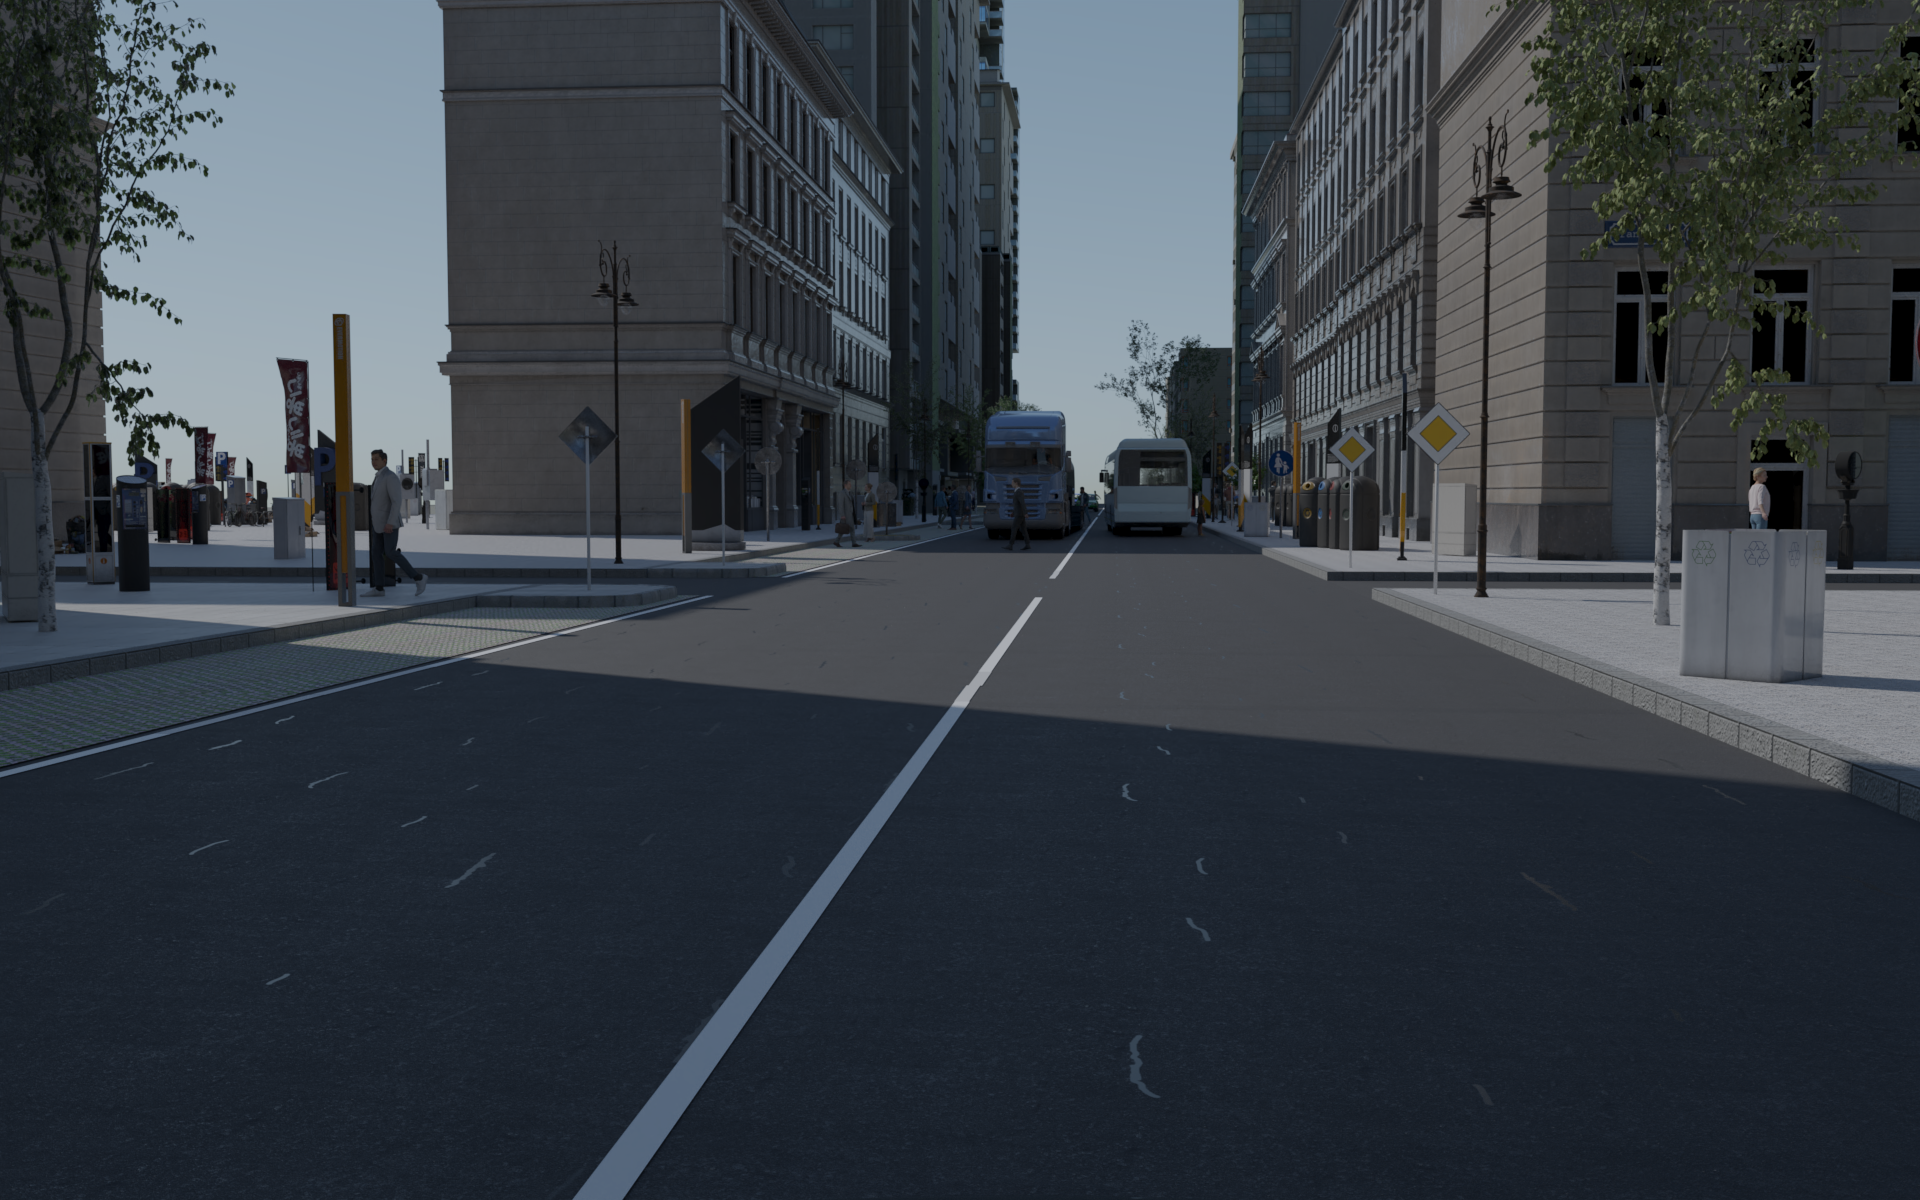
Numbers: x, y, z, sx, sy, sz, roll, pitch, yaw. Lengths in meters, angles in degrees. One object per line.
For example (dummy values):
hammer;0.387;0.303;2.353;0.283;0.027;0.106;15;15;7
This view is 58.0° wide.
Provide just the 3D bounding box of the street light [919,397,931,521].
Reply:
street light;-1.671;-6.720;82.662;0.468;5.910;1.993;0;4;5

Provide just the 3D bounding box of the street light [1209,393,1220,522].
street light;11.554;-6.490;78.907;0.468;5.910;1.993;0;4;5

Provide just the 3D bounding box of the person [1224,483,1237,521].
person;13.093;-4.758;83.809;0.573;1.828;0.580;3;5;42

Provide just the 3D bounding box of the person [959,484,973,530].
person;0.289;-3.758;69.966;0.654;1.822;0.581;2;4;30

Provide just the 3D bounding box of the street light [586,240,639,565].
street light;-6.286;-3.604;31.712;0.468;5.910;1.993;0;4;5

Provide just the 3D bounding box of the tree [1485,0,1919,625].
tree;6.964;-4.046;16.508;4.737;8.622;4.395;0;3;0

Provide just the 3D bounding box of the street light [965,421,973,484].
street light;0.548;-8.270;107.996;0.468;5.910;1.993;0;4;5

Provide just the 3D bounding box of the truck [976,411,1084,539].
truck;2.872;-4.413;61.912;2.967;4.110;18.799;0;4;6

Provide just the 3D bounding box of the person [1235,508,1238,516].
person;15.658;-5.673;99.053;0.793;1.790;0.793;-1;4;-15

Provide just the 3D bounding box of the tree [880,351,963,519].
tree;-2.013;-8.560;90.324;4.360;8.622;3.978;0;3;0

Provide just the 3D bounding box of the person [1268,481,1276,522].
person;14.567;-4.565;80.048;0.648;1.900;0.474;2;4;29

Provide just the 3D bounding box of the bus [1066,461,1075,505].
bus;3.521;-5.089;78.071;2.948;3.499;13.247;0;4;7

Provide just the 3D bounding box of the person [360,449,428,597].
person;-7.117;-0.967;21.699;0.795;1.843;0.661;-3;4;-36

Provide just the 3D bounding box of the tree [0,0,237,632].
tree;-8.518;-3.997;15.706;4.360;8.622;3.978;0;3;0

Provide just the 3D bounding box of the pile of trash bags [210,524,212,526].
pile of trash bags;-30.645;-3.525;67.384;1.912;1.369;3.447;0;4;0

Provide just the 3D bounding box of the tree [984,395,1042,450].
tree;5.929;-15.715;182.692;9.928;11.665;9.643;0;3;0

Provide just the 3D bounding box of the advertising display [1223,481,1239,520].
advertising display;13.481;-4.949;86.133;0.974;1.923;0.123;-1;4;-15

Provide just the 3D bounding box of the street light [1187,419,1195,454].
street light;13.900;-8.045;104.323;0.468;5.910;1.993;0;4;5

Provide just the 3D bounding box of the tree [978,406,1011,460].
tree;3.351;-11.839;143.936;4.360;8.622;3.978;0;3;0

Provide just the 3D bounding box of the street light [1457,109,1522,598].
street light;6.484;-2.971;21.364;0.468;5.910;1.993;0;4;5

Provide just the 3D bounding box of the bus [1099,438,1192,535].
bus;6.744;-4.221;63.871;2.948;3.499;13.247;0;4;3

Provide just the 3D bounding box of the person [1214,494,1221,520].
person;12.930;-4.710;87.323;0.475;1.303;0.640;1;4;10

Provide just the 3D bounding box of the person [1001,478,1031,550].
person;1.441;-2.196;44.176;0.755;1.850;0.659;1;4;10

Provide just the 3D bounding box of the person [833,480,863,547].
person;-3.002;-2.309;46.346;0.767;1.812;0.694;1;4;23

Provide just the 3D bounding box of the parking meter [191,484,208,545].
parking meter;-19.366;-2.183;44.110;0.372;1.533;0.369;0;3;0

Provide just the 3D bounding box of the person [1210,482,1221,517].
person;13.526;-5.297;92.003;0.648;1.900;0.474;-1;4;-9

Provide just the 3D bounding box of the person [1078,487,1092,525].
person;5.776;-4.386;80.561;0.623;1.781;0.721;3;4;36

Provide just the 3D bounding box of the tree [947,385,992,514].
tree;1.075;-9.991;113.722;4.737;8.622;4.395;0;3;0

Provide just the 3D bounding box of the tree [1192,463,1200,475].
tree;17.463;-9.348;136.548;4.285;4.588;4.351;0;3;0

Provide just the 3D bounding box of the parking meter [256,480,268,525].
parking meter;-29.175;-4.080;72.426;0.255;1.863;0.399;3;5;40

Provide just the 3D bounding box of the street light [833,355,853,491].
street light;-3.869;-5.179;57.457;0.468;5.910;1.993;0;4;5

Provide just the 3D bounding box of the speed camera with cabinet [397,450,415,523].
speed camera with cabinet;-25.140;-5.018;76.374;2.038;3.252;0.660;-3;5;-42

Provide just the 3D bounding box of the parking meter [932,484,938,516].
parking meter;-1.488;-5.965;103.236;0.255;1.863;0.399;1;4;8

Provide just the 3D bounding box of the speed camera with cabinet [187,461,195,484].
speed camera with cabinet;-46.436;-6.761;104.873;0.660;3.252;2.038;-1;4;-21

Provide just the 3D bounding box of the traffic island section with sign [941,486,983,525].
traffic island section with sign;0.135;-4.398;80.531;1.989;1.847;2.006;0;4;5

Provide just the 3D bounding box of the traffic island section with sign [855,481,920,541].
traffic island section with sign;-2.265;-2.756;53.683;1.989;1.847;2.006;0;4;5

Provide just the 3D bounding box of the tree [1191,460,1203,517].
tree;13.318;-6.314;97.841;1.663;3.219;1.824;0;3;0

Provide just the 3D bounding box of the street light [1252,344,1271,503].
street light;9.270;-4.936;53.487;0.468;5.910;1.993;0;4;5

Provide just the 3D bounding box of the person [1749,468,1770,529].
person;13.829;-1.432;30.134;0.598;1.740;0.731;-1;4;-10

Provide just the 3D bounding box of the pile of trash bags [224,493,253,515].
pile of trash bags;-42.729;-5.561;100.681;3.447;1.369;1.912;0;4;7

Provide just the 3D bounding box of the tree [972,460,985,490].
tree;2.648;-9.489;138.856;4.285;4.588;4.351;0;3;0

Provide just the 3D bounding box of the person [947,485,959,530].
person;-0.254;-3.669;68.669;0.419;1.800;0.721;-1;4;-8

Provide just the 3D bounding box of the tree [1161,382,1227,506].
tree;15.364;-9.930;112.714;4.360;8.622;3.978;0;3;0

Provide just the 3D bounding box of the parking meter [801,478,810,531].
parking meter;-5.422;-3.376;60.908;0.255;1.863;0.399;0;4;8

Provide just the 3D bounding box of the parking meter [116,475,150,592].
parking meter;-10.917;-0.884;22.865;0.372;1.533;0.369;0;3;0

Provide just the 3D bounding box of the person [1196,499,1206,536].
person;8.291;-2.832;59.476;0.373;1.253;0.362;-1;4;-23

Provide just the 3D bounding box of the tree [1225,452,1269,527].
tree;11.190;-4.470;67.683;1.663;3.219;1.824;0;3;0

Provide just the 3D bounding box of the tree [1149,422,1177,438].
tree;20.247;-13.840;176.641;4.737;8.622;4.395;0;3;0

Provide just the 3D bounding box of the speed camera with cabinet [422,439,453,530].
speed camera with cabinet;-18.667;-4.159;62.340;0.660;3.252;2.038;-3;5;-41

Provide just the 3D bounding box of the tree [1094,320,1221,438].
tree;21.298;-20.370;188.939;12.611;20.169;13.585;0;3;0
